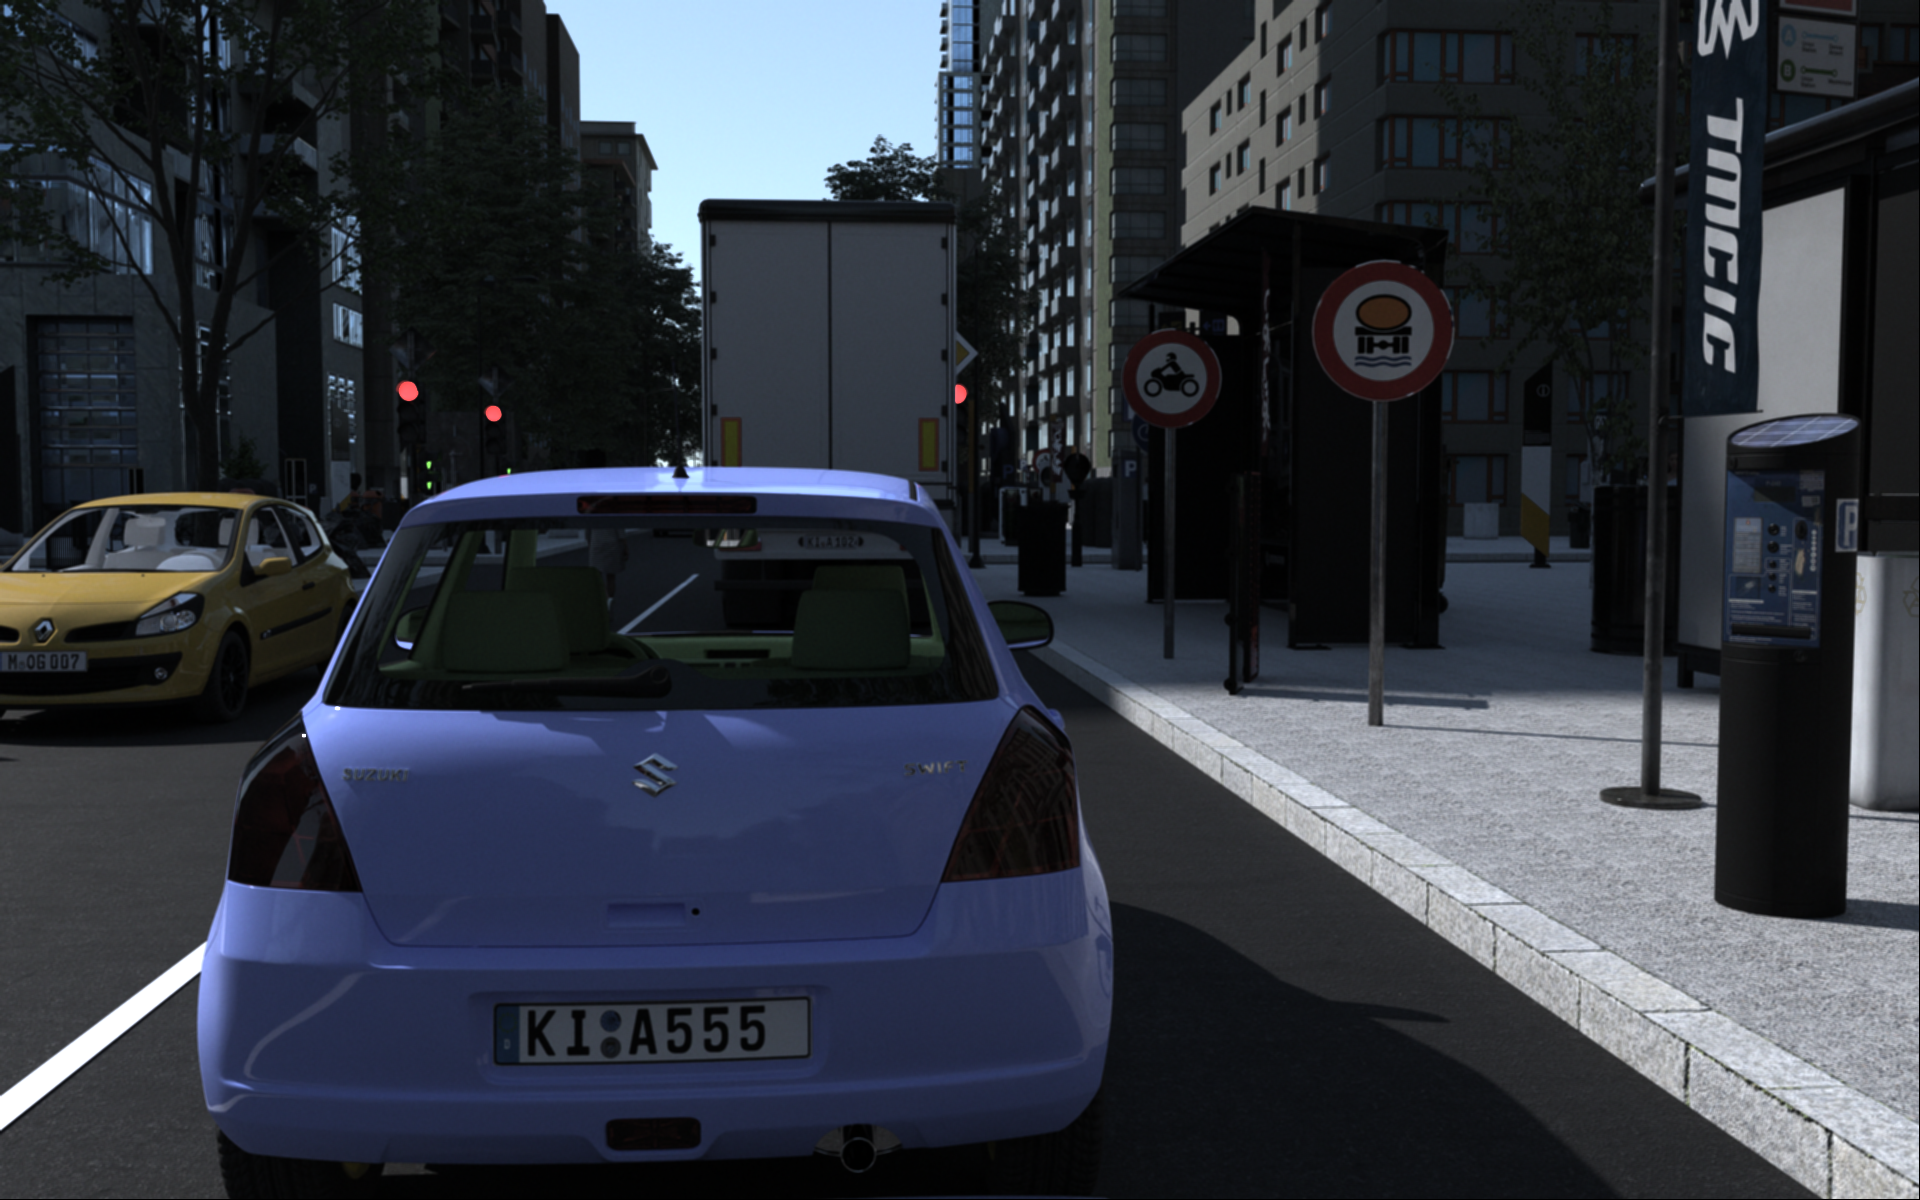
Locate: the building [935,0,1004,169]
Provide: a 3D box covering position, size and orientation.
[{"bbox_3d":[4.996,-57.732,256.590,22.319,86.520,31.000,0,4,-5],"label":"building"}]

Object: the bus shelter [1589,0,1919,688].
[{"bbox_3d":[5.691,-1.979,9.981,2.179,5.291,8.768,0,4,-5],"label":"bus shelter"}]

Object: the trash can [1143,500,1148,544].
[{"bbox_3d":[4.966,-2.012,44.556,0.748,1.137,0.748,0,3,0],"label":"trash can"}]

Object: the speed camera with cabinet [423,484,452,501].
[{"bbox_3d":[-29.776,-6.369,98.465,2.038,3.252,0.660,1,4,23],"label":"speed camera with cabinet"}]

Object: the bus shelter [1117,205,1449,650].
[{"bbox_3d":[2.967,-1.592,17.318,1.731,3.624,6.357,0,4,-5],"label":"bus shelter"}]

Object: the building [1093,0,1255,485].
[{"bbox_3d":[15.176,-25.907,107.167,14.154,41.232,14.086,0,4,-5],"label":"building"}]

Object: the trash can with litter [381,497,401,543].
[{"bbox_3d":[-15.302,-2.101,45.404,2.233,1.210,1.678,0,4,-8],"label":"trash can with litter"}]

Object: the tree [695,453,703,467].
[{"bbox_3d":[-24.393,-16.561,187.777,9.611,12.733,9.660,0,3,0],"label":"tree"}]

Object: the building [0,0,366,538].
[{"bbox_3d":[-35.747,-45.887,62.928,22.319,86.520,31.000,0,4,-5],"label":"building"}]

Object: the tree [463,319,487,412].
[{"bbox_3d":[-19.092,-7.433,71.891,4.737,8.622,4.395,0,3,0],"label":"tree"}]

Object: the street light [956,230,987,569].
[{"bbox_3d":[-0.256,-3.499,29.747,1.470,5.913,1.316,0,4,-5],"label":"street light"}]

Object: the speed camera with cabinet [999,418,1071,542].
[{"bbox_3d":[1.965,-3.136,45.613,2.038,3.252,0.660,3,5,42],"label":"speed camera with cabinet"}]

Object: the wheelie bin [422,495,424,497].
[{"bbox_3d":[-29.446,-5.413,96.402,0.980,1.594,0.693,-1,4,-20],"label":"wheelie bin"}]

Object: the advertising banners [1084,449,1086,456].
[{"bbox_3d":[4.752,-4.358,67.441,0.090,3.025,2.074,0,4,-2],"label":"advertising banners"}]

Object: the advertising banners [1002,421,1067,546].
[{"bbox_3d":[1.799,-2.801,41.992,2.074,3.025,0.090,3,5,44],"label":"advertising banners"}]

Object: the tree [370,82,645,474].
[{"bbox_3d":[-12.955,-7.990,48.764,7.486,12.596,7.792,0,3,0],"label":"tree"}]

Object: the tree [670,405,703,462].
[{"bbox_3d":[-19.771,-12.388,136.961,7.601,10.594,8.767,0,4,0],"label":"tree"}]

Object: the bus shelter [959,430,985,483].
[{"bbox_3d":[-0.376,-6.116,77.633,2.179,5.291,8.768,0,4,-5],"label":"bus shelter"}]

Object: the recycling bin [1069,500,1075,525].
[{"bbox_3d":[4.915,-3.589,71.242,0.722,1.027,0.722,1,4,22],"label":"recycling bin"}]

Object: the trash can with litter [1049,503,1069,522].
[{"bbox_3d":[4.526,-4.113,78.631,1.055,1.170,0.624,-2,4,-31],"label":"trash can with litter"}]

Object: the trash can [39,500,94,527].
[{"bbox_3d":[-14.531,-1.010,28.162,0.748,1.137,0.748,0,3,0],"label":"trash can"}]

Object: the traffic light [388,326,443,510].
[{"bbox_3d":[-9.114,-2.447,28.931,0.839,4.253,0.868,0,4,-5],"label":"traffic light"}]

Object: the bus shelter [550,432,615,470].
[{"bbox_3d":[-14.630,-4.659,67.460,1.731,3.624,6.357,0,4,-5],"label":"bus shelter"}]

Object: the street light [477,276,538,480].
[{"bbox_3d":[-9.682,-3.941,36.980,1.470,5.913,1.316,0,4,-5],"label":"street light"}]

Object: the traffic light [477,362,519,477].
[{"bbox_3d":[-9.846,-2.933,36.883,0.839,4.253,0.868,0,4,-5],"label":"traffic light"}]

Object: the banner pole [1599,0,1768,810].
[{"bbox_3d":[2.923,-1.032,6.885,0.401,3.779,0.863,-1,4,-11],"label":"banner pole"}]

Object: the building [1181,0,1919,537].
[{"bbox_3d":[25.691,-13.529,66.247,28.899,21.520,27.650,0,4,-5],"label":"building"}]

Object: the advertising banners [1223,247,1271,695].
[{"bbox_3d":[1.999,-0.958,11.850,0.090,3.025,2.074,1,4,16],"label":"advertising banners"}]

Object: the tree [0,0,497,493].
[{"bbox_3d":[-9.228,-5.821,20.936,9.928,11.665,9.643,0,3,0],"label":"tree"}]

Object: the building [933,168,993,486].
[{"bbox_3d":[3.445,-32.807,219.984,14.154,41.232,14.086,0,4,-5],"label":"building"}]

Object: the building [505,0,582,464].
[{"bbox_3d":[-42.691,-31.158,159.539,14.600,45.320,14.200,0,4,-5],"label":"building"}]

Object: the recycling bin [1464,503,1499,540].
[{"bbox_3d":[14.776,-2.235,49.099,0.722,1.027,0.722,-3,5,-43],"label":"recycling bin"}]

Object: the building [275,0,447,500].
[{"bbox_3d":[-38.862,-25.564,101.574,14.154,41.232,14.086,0,4,-5],"label":"building"}]

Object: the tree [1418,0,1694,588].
[{"bbox_3d":[8.415,-4.456,23.222,4.737,8.622,4.395,0,3,0],"label":"tree"}]

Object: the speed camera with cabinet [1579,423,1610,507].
[{"bbox_3d":[17.899,-3.270,47.798,0.660,3.252,2.038,-1,4,-10],"label":"speed camera with cabinet"}]

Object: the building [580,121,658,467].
[{"bbox_3d":[-58.374,-40.277,247.771,28.713,52.752,27.495,0,4,-5],"label":"building"}]

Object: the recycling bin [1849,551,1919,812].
[{"bbox_3d":[4.040,0.320,7.323,0.722,1.027,0.722,0,3,0],"label":"recycling bin"}]

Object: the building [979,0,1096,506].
[{"bbox_3d":[13.946,-33.116,161.057,23.786,49.044,30.456,0,4,-5],"label":"building"}]

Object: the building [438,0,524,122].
[{"bbox_3d":[-43.424,-28.688,123.671,22.147,44.769,28.867,0,4,-5],"label":"building"}]

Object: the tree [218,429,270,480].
[{"bbox_3d":[-21.374,-3.495,51.744,1.663,3.219,1.824,0,3,0],"label":"tree"}]

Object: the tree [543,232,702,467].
[{"bbox_3d":[-16.024,-10.974,86.073,9.857,13.997,8.962,0,3,0],"label":"tree"}]

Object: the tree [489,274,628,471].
[{"bbox_3d":[-13.064,-6.572,57.822,4.737,8.622,4.395,0,3,0],"label":"tree"}]

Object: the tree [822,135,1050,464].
[{"bbox_3d":[-1.680,-9.475,61.574,9.857,13.997,8.962,0,3,0],"label":"tree"}]

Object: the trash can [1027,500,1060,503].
[{"bbox_3d":[1.932,-1.737,40.050,0.748,1.137,0.748,0,3,0],"label":"trash can"}]

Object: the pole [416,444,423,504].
[{"bbox_3d":[-12.505,-2.820,39.953,0.158,3.312,0.155,0,3,0],"label":"pole"}]

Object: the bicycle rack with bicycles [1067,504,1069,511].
[{"bbox_3d":[5.015,-4.883,93.227,2.925,0.926,2.852,1,4,19],"label":"bicycle rack with bicycles"}]

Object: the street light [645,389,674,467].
[{"bbox_3d":[-13.329,-6.364,76.591,1.470,5.913,1.316,0,4,-5],"label":"street light"}]

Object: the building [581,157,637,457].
[{"bbox_3d":[-52.902,-34.596,220.269,22.147,44.769,28.867,0,4,-5],"label":"building"}]

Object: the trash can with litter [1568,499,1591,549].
[{"bbox_3d":[14.860,-1.797,40.775,1.055,1.170,0.624,2,4,28],"label":"trash can with litter"}]

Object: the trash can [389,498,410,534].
[{"bbox_3d":[-18.203,-2.736,56.379,0.748,1.137,0.748,0,3,0],"label":"trash can"}]

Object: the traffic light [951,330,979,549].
[{"bbox_3d":[-0.092,-2.499,29.775,0.839,4.253,0.868,0,4,-5],"label":"traffic light"}]

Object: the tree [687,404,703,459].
[{"bbox_3d":[-23.726,-16.191,175.087,12.009,13.543,11.850,0,3,0],"label":"tree"}]

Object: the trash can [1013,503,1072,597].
[{"bbox_3d":[1.036,-0.624,21.849,0.748,1.137,0.748,0,3,0],"label":"trash can"}]
